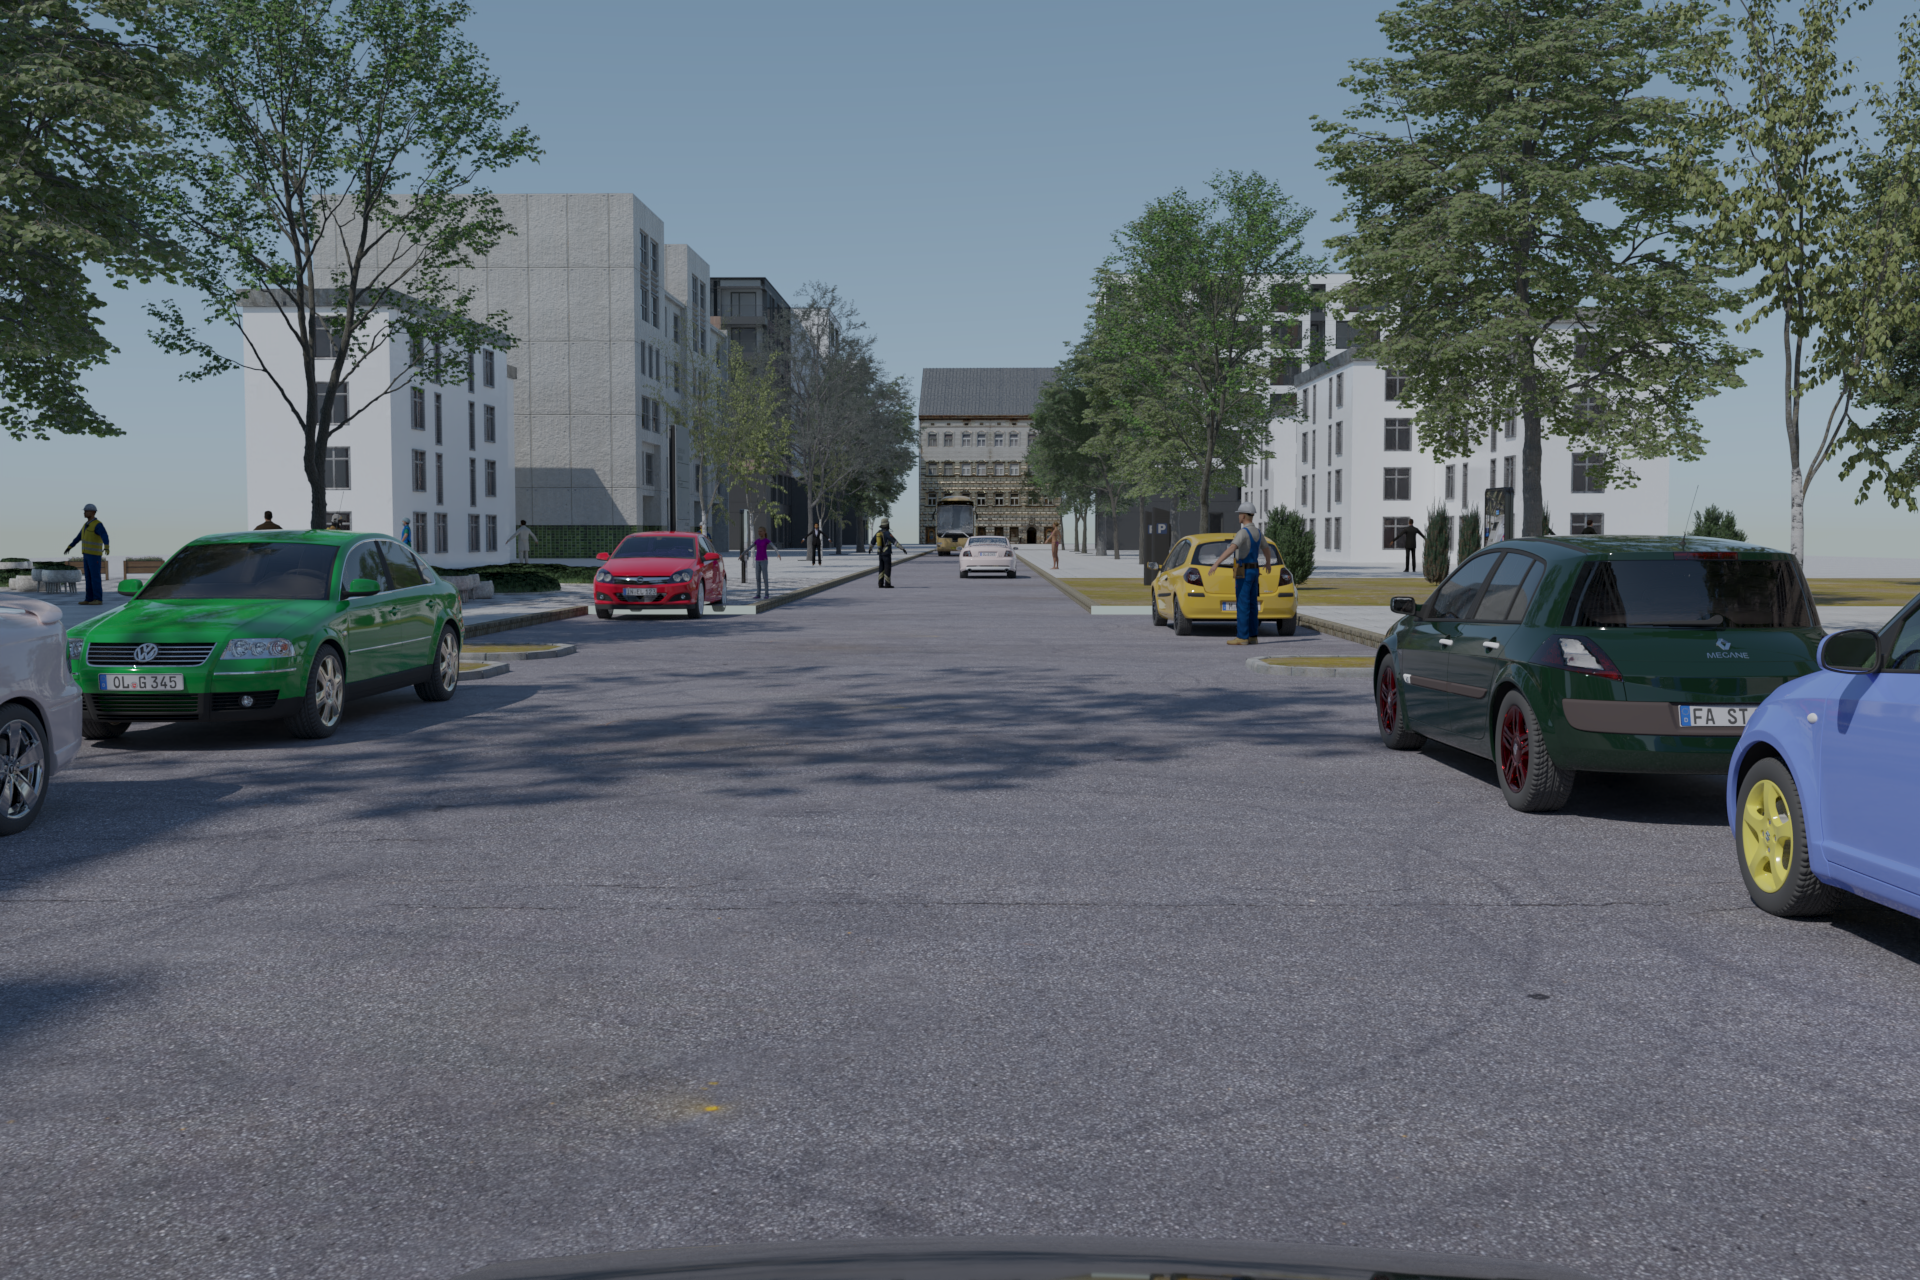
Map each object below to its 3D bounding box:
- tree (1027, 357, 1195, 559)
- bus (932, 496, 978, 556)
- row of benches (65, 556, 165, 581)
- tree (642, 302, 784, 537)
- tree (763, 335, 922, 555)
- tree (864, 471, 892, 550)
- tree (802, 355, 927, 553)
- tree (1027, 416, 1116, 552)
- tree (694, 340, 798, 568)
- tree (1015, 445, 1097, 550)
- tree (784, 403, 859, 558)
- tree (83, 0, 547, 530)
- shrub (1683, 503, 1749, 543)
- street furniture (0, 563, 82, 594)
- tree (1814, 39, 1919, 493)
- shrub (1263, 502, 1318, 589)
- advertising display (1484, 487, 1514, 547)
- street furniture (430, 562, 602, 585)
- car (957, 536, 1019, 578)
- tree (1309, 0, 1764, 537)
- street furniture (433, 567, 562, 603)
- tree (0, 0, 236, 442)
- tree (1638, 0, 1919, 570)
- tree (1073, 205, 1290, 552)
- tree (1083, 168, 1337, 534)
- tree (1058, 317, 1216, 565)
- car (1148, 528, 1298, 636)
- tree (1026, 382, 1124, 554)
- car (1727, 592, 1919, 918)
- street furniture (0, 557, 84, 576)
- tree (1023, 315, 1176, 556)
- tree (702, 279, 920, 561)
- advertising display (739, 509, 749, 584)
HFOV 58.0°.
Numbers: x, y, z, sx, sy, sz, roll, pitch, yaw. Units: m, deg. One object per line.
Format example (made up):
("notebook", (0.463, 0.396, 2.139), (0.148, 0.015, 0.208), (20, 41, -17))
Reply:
("tree", (7.882, -9.364, 87.515), (8.767, 10.594, 7.601), (-1, 4, -14))
("bus", (-0.174, -7.574, 115.386), (2.896, 3.916, 12.252), (0, 4, 1))
("row of benches", (-22.903, -2.017, 48.438), (4.104, 0.672, 1.422), (-2, 4, -25))
("tree", (-8.487, -6.451, 55.832), (4.360, 8.622, 3.978), (0, 3, 0))
("tree", (-7.467, -12.008, 106.700), (12.009, 13.543, 11.850), (0, 3, 0))
("tree", (-6.992, -11.196, 133.418), (4.360, 8.622, 3.978), (0, 3, 0))
("tree", (-6.902, -13.041, 119.877), (9.857, 13.997, 8.962), (0, 3, 0))
("tree", (8.518, -12.171, 124.749), (9.928, 11.665, 9.643), (0, 3, 0))
("tree", (-7.893, -7.025, 65.223), (4.737, 8.622, 4.395), (0, 3, 0))
("tree", (7.785, -12.321, 135.854), (7.601, 10.594, 8.767), (0, 4, 4))
("tree", (-7.458, -8.727, 93.052), (4.360, 8.622, 3.978), (0, 3, 0))
("tree", (-10.973, -6.343, 29.457), (9.928, 11.665, 9.643), (0, 3, 0))
("shrub", (17.902, -2.246, 41.135), (1.690, 2.028, 1.600), (0, 3, 0))
("street furniture", (-23.291, -1.455, 39.410), (5.734, 0.657, 10.072), (-2, 4, -35))
("tree", (24.279, -8.119, 39.407), (9.857, 13.997, 8.962), (0, 3, 0))
("shrub", (7.451, -2.175, 39.976), (1.690, 2.028, 1.600), (0, 3, 0))
("advertising display", (7.465, -1.151, 24.035), (0.123, 1.923, 0.974), (0, 4, 1))
("street furniture", (-11.681, -1.941, 47.368), (10.072, 0.657, 5.734), (2, 4, 32))
("car", (0.918, -2.753, 57.376), (2.083, 1.381, 4.827), (0, 4, 1))
("tree", (9.519, -6.835, 29.876), (7.486, 12.596, 7.792), (0, 3, 0))
("street furniture", (-11.616, -1.252, 36.091), (5.734, 0.657, 10.072), (0, 4, -1))
("tree", (-11.922, -6.175, 19.086), (7.486, 12.596, 7.792), (0, 3, 0))
("tree", (9.754, -4.229, 19.509), (4.737, 8.622, 4.395), (0, 3, 0))
("tree", (7.593, -8.689, 60.189), (7.486, 12.596, 7.792), (0, 3, 0))
("tree", (7.124, -7.567, 49.475), (9.928, 11.665, 9.643), (0, 3, 0))
("tree", (7.393, -8.438, 72.378), (7.601, 10.594, 8.767), (-3, 5, -42))
("car", (3.867, -0.954, 25.824), (2.015, 1.641, 3.980), (0, 4, -1))
("tree", (8.078, -11.460, 113.122), (9.928, 11.665, 9.643), (0, 3, 0))
("car", (3.836, 0.257, 5.391), (1.945, 1.707, 3.694), (0, 4, 1))
("street furniture", (-29.141, -2.177, 51.227), (5.734, 0.657, 10.072), (-1, 4, -13))
("tree", (8.192, -11.876, 100.833), (9.857, 13.997, 8.962), (0, 3, 0))
("tree", (-7.054, -10.538, 82.668), (12.009, 13.543, 11.850), (0, 3, 0))
("advertising display", (-5.642, -2.451, 45.295), (0.123, 1.923, 0.974), (0, 4, 0))
